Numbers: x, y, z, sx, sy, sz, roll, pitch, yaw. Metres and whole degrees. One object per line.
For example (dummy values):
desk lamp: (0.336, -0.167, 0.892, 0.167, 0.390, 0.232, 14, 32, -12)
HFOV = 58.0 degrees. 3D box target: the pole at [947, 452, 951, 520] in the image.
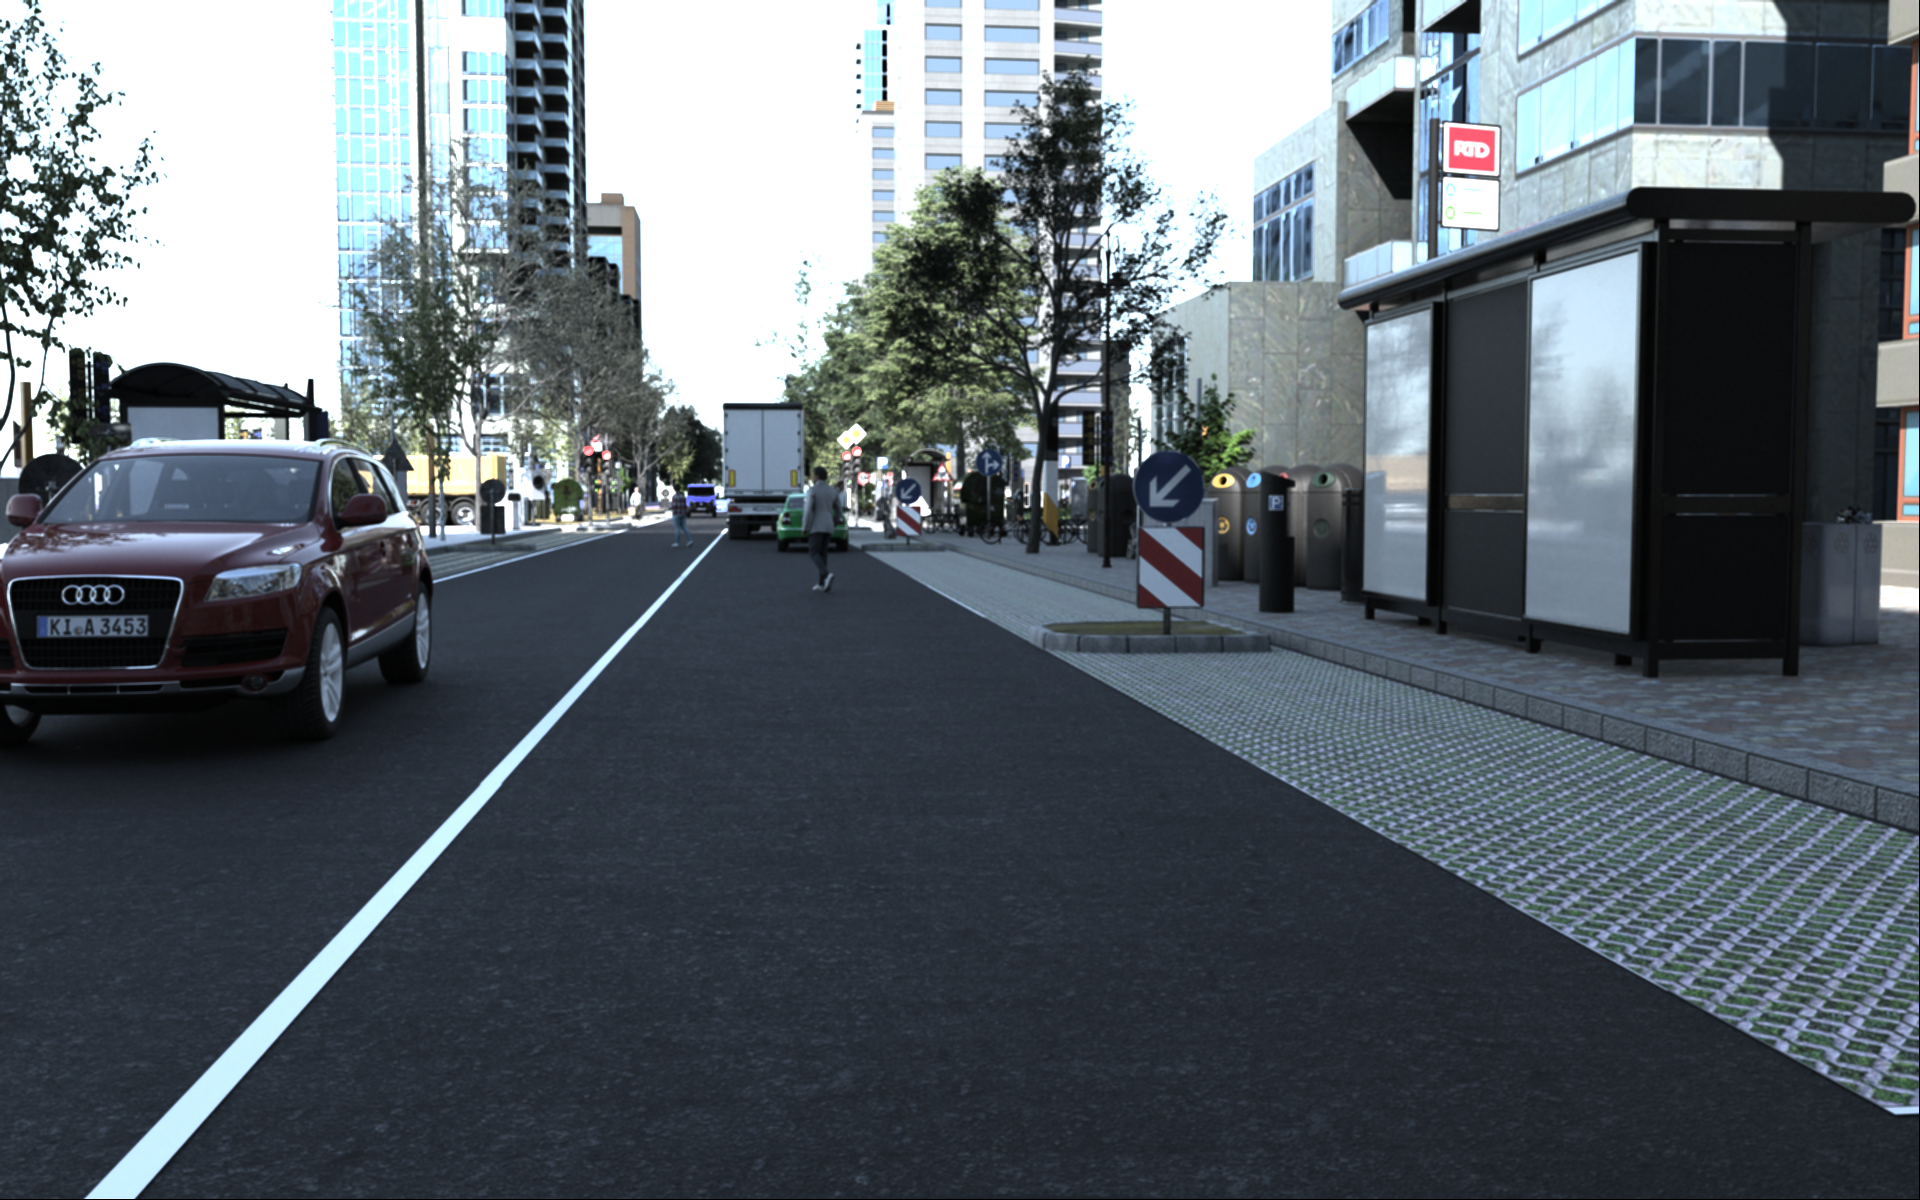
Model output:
pole: (-0.539, -5.522, 84.131, 0.158, 3.312, 0.155, 0, 3, 0)

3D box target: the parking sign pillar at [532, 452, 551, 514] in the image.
parking sign pillar: (-26.761, -7.441, 110.140, 1.447, 3.967, 1.447, 0, 4, 8)

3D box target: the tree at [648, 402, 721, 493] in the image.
tree: (-34.044, -18.065, 212.367, 9.611, 12.733, 9.660, 0, 3, 0)

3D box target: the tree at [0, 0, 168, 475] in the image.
tree: (-12.000, -4.348, 21.452, 4.737, 8.622, 4.395, 0, 3, 0)

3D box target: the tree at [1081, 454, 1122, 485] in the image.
tree: (11.359, -9.465, 138.458, 4.285, 4.588, 4.351, 0, 3, 0)

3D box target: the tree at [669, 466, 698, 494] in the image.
tree: (-31.609, -13.103, 197.939, 4.285, 4.588, 4.351, 0, 3, 0)

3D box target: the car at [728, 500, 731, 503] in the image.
car: (-24.590, -10.719, 187.843, 1.945, 1.354, 3.894, 0, 4, -5)

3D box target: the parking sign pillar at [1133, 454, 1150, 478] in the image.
parking sign pillar: (13.167, -8.359, 125.134, 1.447, 3.967, 1.447, 1, 4, 19)

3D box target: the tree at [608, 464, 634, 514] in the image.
tree: (-22.003, -7.185, 112.080, 1.663, 3.219, 1.824, 0, 3, 0)

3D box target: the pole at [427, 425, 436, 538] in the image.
pole: (-15.517, -3.488, 50.865, 0.158, 3.312, 0.155, 0, 3, 0)

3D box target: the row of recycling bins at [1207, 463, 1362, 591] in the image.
row of recycling bins: (4.643, -1.070, 24.615, 1.069, 1.692, 3.534, -1, 4, -22)

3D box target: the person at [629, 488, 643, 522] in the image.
person: (-16.815, -4.941, 89.771, 0.515, 1.767, 0.782, 3, 5, 42)

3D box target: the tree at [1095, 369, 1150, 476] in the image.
tree: (9.560, -9.112, 99.347, 4.360, 8.622, 3.978, 0, 3, 0)

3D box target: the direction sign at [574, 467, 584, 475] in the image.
direction sign: (-31.319, -9.196, 142.345, 0.876, 3.537, 0.379, 1, 4, 9)

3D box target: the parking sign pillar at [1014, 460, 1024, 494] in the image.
parking sign pillar: (4.557, -8.928, 134.450, 1.447, 3.967, 1.447, -1, 4, -19)

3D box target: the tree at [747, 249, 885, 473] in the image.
tree: (-9.769, -17.090, 135.315, 12.611, 20.169, 13.585, 0, 3, 0)

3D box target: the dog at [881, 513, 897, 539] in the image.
dog: (-2.268, -2.322, 54.803, 0.513, 0.831, 0.800, 0, 4, 2)

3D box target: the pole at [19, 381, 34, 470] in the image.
pole: (-16.868, -2.294, 31.354, 0.158, 3.312, 0.155, 0, 3, 0)

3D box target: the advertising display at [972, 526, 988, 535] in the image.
advertising display: (0.664, -3.031, 54.769, 0.123, 1.923, 0.974, 2, 4, 35)

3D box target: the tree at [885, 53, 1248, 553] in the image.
tree: (1.817, -6.279, 37.071, 7.601, 10.594, 8.767, 3, 5, 41)

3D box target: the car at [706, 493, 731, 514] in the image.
car: (-17.678, -7.122, 126.042, 1.945, 1.707, 3.694, -1, 4, -8)

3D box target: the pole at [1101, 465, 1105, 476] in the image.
pole: (4.196, -3.457, 50.367, 0.158, 3.312, 0.155, 0, 3, 0)

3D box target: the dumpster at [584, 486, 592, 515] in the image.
dumpster: (-22.874, -6.027, 104.296, 1.264, 1.857, 1.865, 0, 4, -7)

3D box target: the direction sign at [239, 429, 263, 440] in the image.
direction sign: (-24.541, -4.161, 60.033, 0.876, 3.537, 0.379, 1, 4, 12)

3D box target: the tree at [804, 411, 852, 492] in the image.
tree: (-10.537, -11.901, 144.937, 4.737, 8.622, 4.395, 0, 3, 0)

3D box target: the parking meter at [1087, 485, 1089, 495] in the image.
parking meter: (7.519, -5.950, 102.989, 0.255, 1.863, 0.399, -2, 4, -34)

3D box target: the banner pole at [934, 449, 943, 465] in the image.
banner pole: (-1.043, -6.576, 97.527, 0.401, 3.779, 0.863, -1, 4, -13)

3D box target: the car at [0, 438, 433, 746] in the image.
car: (-4.896, -0.181, 11.634, 2.281, 1.827, 5.304, 0, 4, -8)

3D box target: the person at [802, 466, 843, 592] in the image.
person: (-1.999, -1.052, 25.539, 0.661, 1.843, 0.795, -3, 4, -39)

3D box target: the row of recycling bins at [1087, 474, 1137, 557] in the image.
row of recycling bins: (3.298, -1.815, 36.786, 1.069, 1.692, 3.534, 0, 4, 0)

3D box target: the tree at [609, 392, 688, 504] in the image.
tree: (-26.556, -13.002, 146.992, 7.601, 10.594, 8.767, -1, 4, -10)

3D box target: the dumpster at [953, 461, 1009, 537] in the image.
dumpster: (0.640, -3.044, 52.265, 1.502, 2.255, 1.985, 0, 4, -6)

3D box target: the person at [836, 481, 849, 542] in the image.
person: (-3.659, -2.635, 51.691, 0.679, 1.850, 0.850, -3, 5, -44)

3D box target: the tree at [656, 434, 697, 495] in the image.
tree: (-30.344, -14.297, 184.117, 4.737, 8.622, 4.395, 0, 3, 0)

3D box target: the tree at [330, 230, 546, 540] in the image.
tree: (-14.492, -5.940, 47.486, 4.737, 8.622, 4.395, 0, 3, 0)

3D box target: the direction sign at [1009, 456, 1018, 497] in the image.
direction sign: (3.071, -6.823, 103.552, 0.876, 3.537, 0.379, -2, 4, -28)

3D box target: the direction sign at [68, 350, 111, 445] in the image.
direction sign: (-13.842, -2.179, 27.624, 0.379, 3.537, 0.876, 1, 4, 13)

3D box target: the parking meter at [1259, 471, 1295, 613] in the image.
parking meter: (3.451, -0.638, 18.839, 0.372, 1.533, 0.369, 0, 3, 0)

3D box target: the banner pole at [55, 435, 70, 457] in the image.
banner pole: (-33.534, -4.577, 64.859, 0.401, 3.779, 0.863, 1, 4, 15)

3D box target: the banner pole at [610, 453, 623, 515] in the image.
banner pole: (-22.610, -7.575, 113.862, 0.863, 3.779, 0.401, -2, 4, -26)

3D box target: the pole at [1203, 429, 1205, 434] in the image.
pole: (7.012, -3.398, 49.401, 0.158, 3.312, 0.155, 0, 3, 0)

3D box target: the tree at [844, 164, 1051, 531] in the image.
tree: (-0.332, -8.704, 60.438, 7.486, 12.596, 7.792, 0, 3, 0)

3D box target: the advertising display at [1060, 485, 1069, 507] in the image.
advertising display: (7.210, -6.983, 119.393, 0.123, 1.923, 0.974, 3, 4, 37)

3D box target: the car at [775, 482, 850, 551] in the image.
car: (-3.808, -2.196, 44.700, 1.959, 1.807, 4.718, 0, 4, -5)

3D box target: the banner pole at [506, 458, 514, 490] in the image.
banner pole: (-31.408, -7.993, 120.703, 0.401, 3.779, 0.863, 3, 4, 36)

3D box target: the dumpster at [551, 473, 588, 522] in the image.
dumpster: (-18.051, -4.739, 79.969, 1.502, 2.255, 1.985, 0, 4, -6)

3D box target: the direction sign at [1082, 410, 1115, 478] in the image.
direction sign: (3.742, -3.371, 47.110, 0.876, 3.537, 0.379, -1, 4, -18)

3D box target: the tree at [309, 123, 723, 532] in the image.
tree: (-16.454, -9.063, 58.544, 12.009, 13.543, 11.850, 0, 3, 0)

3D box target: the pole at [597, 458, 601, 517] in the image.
pole: (-20.418, -6.372, 98.018, 0.158, 3.312, 0.155, 0, 3, 0)

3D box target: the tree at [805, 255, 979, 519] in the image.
tree: (-3.387, -11.247, 90.538, 9.857, 13.997, 8.962, 0, 3, 0)

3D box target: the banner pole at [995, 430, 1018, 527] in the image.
banner pole: (1.865, -4.728, 67.316, 0.863, 3.779, 0.401, -2, 4, -27)

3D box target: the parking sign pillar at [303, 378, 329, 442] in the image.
parking sign pillar: (-15.226, -3.209, 40.938, 1.447, 3.967, 1.447, -2, 4, -26)

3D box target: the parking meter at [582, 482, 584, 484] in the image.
parking meter: (-18.258, -4.728, 83.019, 0.399, 1.863, 0.255, 1, 4, 13)

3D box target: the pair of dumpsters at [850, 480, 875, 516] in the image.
pair of dumpsters: (-5.783, -6.295, 105.417, 1.574, 2.255, 4.437, 0, 4, -7)

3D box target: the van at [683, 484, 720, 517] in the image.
van: (-16.131, -6.336, 107.981, 2.240, 2.365, 5.245, -1, 4, -8)

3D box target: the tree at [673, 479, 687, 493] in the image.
tree: (-30.887, -11.946, 189.915, 1.663, 3.219, 1.824, 0, 3, 0)
